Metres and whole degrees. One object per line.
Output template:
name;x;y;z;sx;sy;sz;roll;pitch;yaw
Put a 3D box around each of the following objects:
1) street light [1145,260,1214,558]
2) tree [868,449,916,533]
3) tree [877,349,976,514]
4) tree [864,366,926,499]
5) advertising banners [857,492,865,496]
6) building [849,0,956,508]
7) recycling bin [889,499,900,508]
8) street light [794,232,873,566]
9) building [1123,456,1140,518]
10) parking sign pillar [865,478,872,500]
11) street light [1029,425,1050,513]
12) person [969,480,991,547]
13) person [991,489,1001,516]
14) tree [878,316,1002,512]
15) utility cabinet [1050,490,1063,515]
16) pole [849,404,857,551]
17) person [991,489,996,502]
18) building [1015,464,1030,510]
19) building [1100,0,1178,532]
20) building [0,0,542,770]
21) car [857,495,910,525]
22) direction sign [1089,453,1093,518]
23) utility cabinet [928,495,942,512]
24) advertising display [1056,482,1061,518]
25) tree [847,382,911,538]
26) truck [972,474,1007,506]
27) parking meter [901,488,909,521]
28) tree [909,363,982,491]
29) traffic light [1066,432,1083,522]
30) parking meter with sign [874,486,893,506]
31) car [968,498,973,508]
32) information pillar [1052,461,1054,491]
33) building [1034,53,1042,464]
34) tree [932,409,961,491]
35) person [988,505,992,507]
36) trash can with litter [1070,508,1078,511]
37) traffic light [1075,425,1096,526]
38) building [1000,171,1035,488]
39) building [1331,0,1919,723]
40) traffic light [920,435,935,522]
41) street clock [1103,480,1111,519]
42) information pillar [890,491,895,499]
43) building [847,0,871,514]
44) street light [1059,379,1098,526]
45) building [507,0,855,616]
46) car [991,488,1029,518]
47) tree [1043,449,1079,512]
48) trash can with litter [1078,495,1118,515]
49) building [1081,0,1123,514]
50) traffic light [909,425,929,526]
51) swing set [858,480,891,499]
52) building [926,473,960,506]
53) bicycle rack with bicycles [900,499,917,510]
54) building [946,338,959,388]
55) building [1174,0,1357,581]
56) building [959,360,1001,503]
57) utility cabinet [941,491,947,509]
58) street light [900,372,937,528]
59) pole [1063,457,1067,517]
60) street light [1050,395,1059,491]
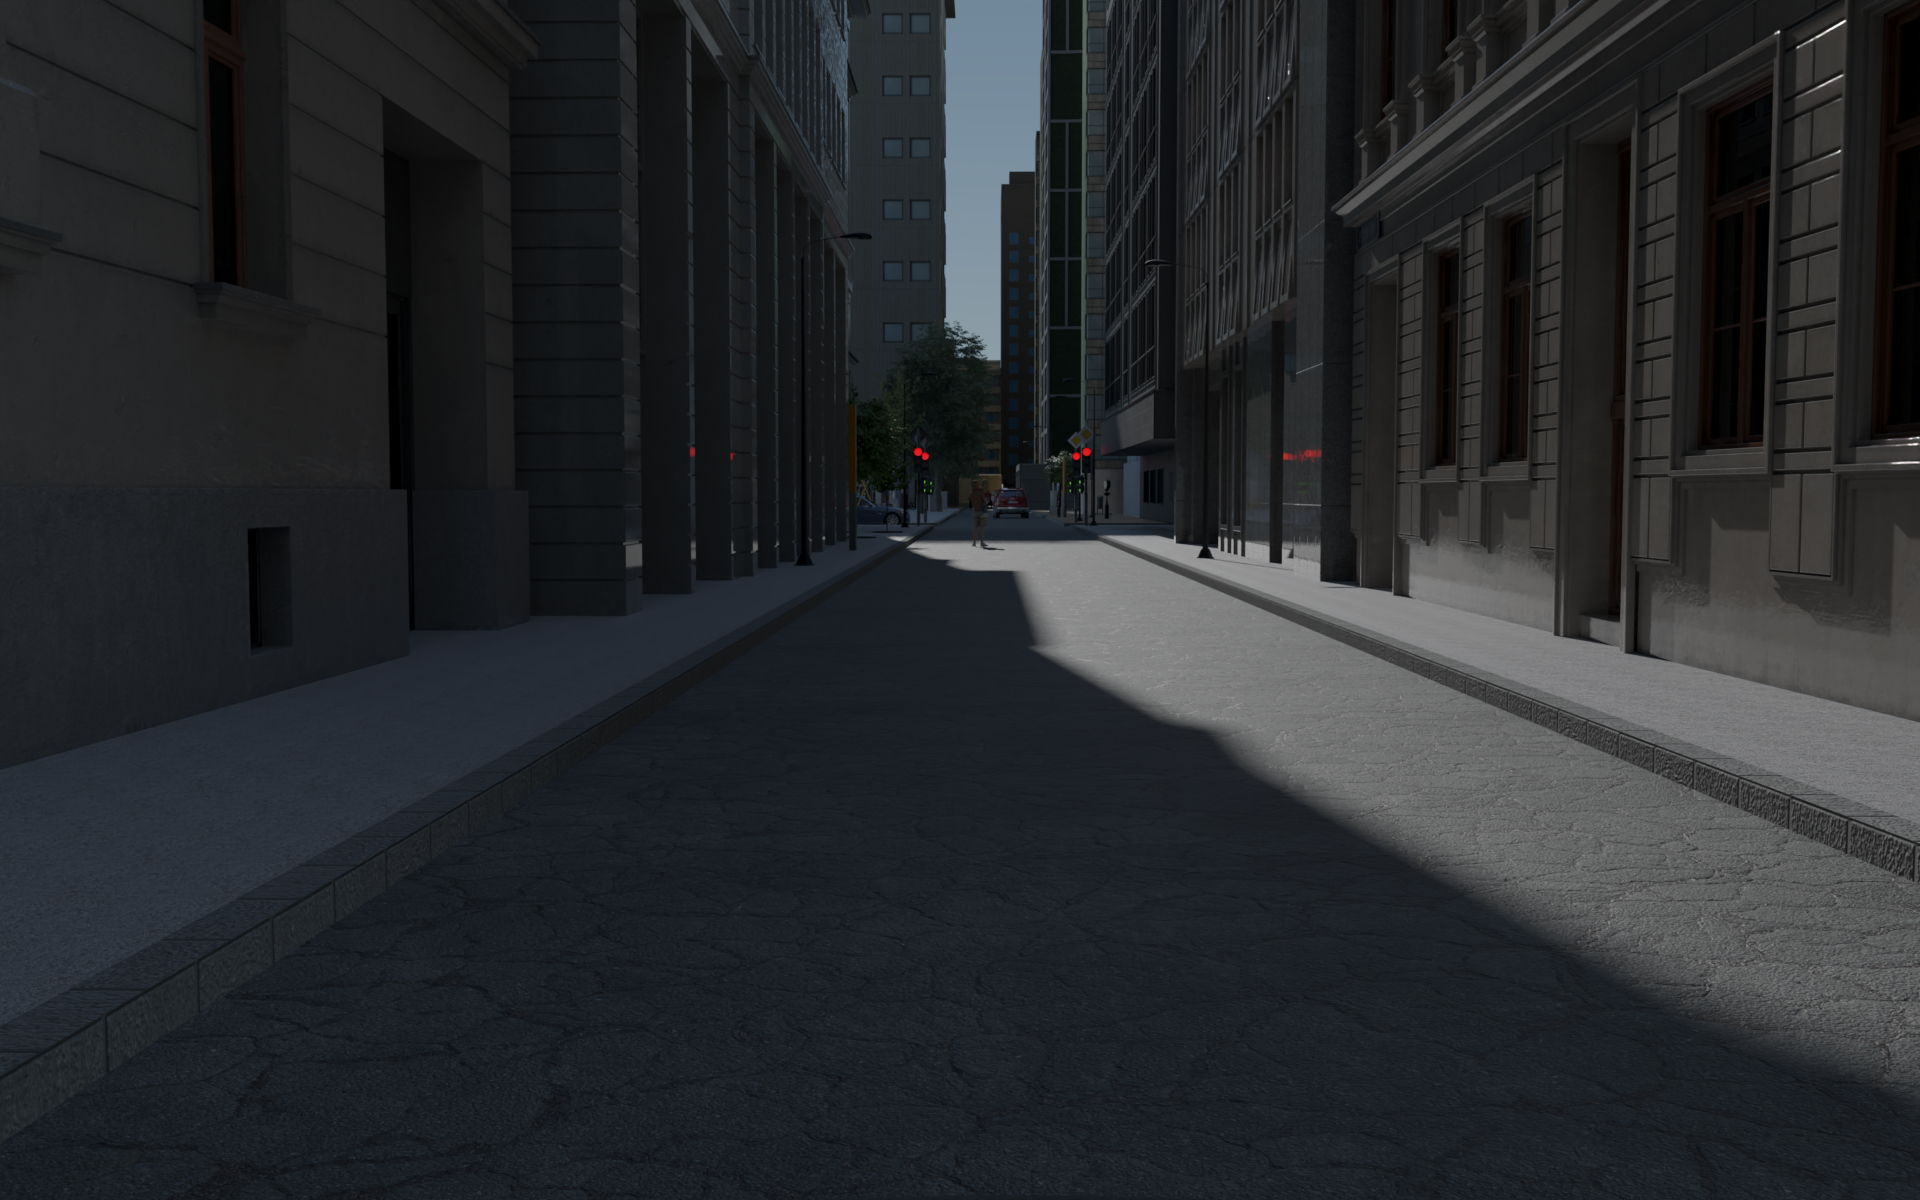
street light;4.372;-3.791;34.517;1.470;5.913;1.316;0;4;1
tree;-2.514;-3.839;57.376;1.663;3.219;1.824;0;3;0
tree;-2.699;-10.885;112.377;8.767;10.594;7.601;3;4;37
tree;-3.982;-9.172;100.332;4.737;8.622;4.395;0;3;0
advertising banners;-8.503;-9.152;145.815;2.074;3.025;0.090;3;5;40
building;-14.975;-35.309;166.533;28.713;52.752;27.495;0;4;1
recycling bin;-3.546;-4.782;90.747;0.722;1.027;0.722;0;4;6
street light;-2.254;-3.569;30.889;1.470;5.913;1.316;0;4;1
building;21.912;-30.570;89.059;27.495;52.752;28.713;0;4;1
parking sign pillar;-7.321;-9.183;138.612;1.447;3.967;1.447;0;4;2
street light;5.631;-8.849;117.219;1.470;5.913;1.316;0;4;1
person;0.572;-2.381;47.407;0.580;1.828;0.573;-1;4;-11
person;2.375;-6.311;112.437;0.760;1.731;0.466;-3;5;-41
tree;-1.548;-13.385;125.500;9.857;13.997;8.962;0;3;0
utility cabinet;6.038;-5.998;106.753;0.318;1.500;1.173;3;5;45
pole;-2.432;-2.780;39.295;0.158;3.312;0.155;0;3;0
person;3.063;-8.861;153.259;0.514;1.842;0.818;-1;4;-16
building;15.032;-43.012;141.497;20.563;71.187;20.611;0;4;1
building;12.549;-16.126;57.168;14.314;27.812;24.014;0;4;1
building;-10.701;-13.341;5.518;14.401;28.519;23.554;0;4;1
car;-4.382;-3.836;74.724;4.499;1.417;2.014;0;3;0
direction sign;7.213;-6.289;94.820;0.379;3.537;0.876;0;4;-3
utility cabinet;-1.806;-7.070;126.748;1.020;1.237;0.306;-2;4;-28
advertising display;5.420;-5.487;94.924;0.123;1.923;0.974;0;4;-5
tree;-3.106;-4.083;50.476;4.285;4.588;4.351;0;3;0
truck;2.759;-10.553;168.469;3.469;3.379;9.791;0;4;2
parking meter;-2.688;-4.792;84.067;0.255;1.863;0.399;-2;4;-30
tree;-1.213;-14.070;148.172;7.486;12.596;7.792;0;3;0
traffic light;5.215;-5.456;78.129;0.839;4.253;0.868;0;4;1
parking meter with sign;-3.602;-5.111;79.831;0.543;3.016;1.738;-2;4;-27
car;1.841;-10.182;178.275;2.131;1.459;4.920;0;3;0
information pillar;6.656;-8.095;123.708;0.183;3.616;0.504;1;4;9
building;14.463;-29.335;163.217;14.154;41.232;14.086;0;4;1
tree;-1.415;-11.300;135.116;4.360;8.622;3.978;0;3;0
person;3.181;-10.863;185.978;0.709;1.838;0.599;0;4;-4
trash can with litter;9.379;-7.400;132.041;2.233;1.210;1.678;2;4;27
traffic light;5.091;-4.968;70.145;0.839;4.253;0.868;0;4;1
building;12.808;-36.270;243.122;14.200;45.320;14.600;0;4;1
building;10.417;-10.881;14.060;11.583;22.565;21.152;0;4;1
traffic light;-1.546;-5.462;78.217;0.839;4.253;0.868;0;4;1
street clock;7.565;-5.175;89.181;0.358;2.002;0.471;-1;4;-19
information pillar;-4.134;-7.054;106.692;0.183;3.616;0.504;-2;4;-35
building;-18.746;-14.032;62.704;30.059;22.955;16.112;0;4;1
street light;4.859;-5.949;69.800;1.470;5.913;1.316;0;4;1
building;-8.658;-15.571;32.082;11.434;29.767;29.804;0;4;1
car;3.038;-5.824;103.891;2.281;1.827;5.304;0;4;-1
tree;7.739;-8.763;126.991;4.285;4.588;4.351;0;3;0
trash can with litter;8.845;-5.886;107.289;1.678;1.210;2.233;-2;4;-35
building;15.013;-26.367;114.701;14.154;41.232;14.086;0;4;1
traffic light;-1.669;-4.973;70.233;0.839;4.253;0.868;0;4;1
swing set;-7.689;-9.398;151.271;2.862;2.851;3.119;1;4;18
building;-10.389;-46.003;190.403;20.563;71.187;20.611;0;4;1
bicycle rack with bicycles;-4.174;-7.583;137.365;2.925;0.926;2.852;1;4;9
building;-15.118;-22.688;215.993;28.899;21.520;27.650;0;4;1
building;11.443;-13.239;34.483;12.078;24.808;19.932;0;4;1
building;-8.634;-24.827;250.956;28.899;21.520;27.650;0;4;1
utility cabinet;-1.655;-8.368;145.501;1.173;1.500;0.318;0;4;4
street light;-1.572;-5.726;66.169;1.470;5.913;1.316;0;4;1
pole;5.800;-6.250;96.025;0.158;3.312;0.155;0;3;0
street light;5.096;-6.659;81.423;1.470;5.913;1.316;0;4;1
